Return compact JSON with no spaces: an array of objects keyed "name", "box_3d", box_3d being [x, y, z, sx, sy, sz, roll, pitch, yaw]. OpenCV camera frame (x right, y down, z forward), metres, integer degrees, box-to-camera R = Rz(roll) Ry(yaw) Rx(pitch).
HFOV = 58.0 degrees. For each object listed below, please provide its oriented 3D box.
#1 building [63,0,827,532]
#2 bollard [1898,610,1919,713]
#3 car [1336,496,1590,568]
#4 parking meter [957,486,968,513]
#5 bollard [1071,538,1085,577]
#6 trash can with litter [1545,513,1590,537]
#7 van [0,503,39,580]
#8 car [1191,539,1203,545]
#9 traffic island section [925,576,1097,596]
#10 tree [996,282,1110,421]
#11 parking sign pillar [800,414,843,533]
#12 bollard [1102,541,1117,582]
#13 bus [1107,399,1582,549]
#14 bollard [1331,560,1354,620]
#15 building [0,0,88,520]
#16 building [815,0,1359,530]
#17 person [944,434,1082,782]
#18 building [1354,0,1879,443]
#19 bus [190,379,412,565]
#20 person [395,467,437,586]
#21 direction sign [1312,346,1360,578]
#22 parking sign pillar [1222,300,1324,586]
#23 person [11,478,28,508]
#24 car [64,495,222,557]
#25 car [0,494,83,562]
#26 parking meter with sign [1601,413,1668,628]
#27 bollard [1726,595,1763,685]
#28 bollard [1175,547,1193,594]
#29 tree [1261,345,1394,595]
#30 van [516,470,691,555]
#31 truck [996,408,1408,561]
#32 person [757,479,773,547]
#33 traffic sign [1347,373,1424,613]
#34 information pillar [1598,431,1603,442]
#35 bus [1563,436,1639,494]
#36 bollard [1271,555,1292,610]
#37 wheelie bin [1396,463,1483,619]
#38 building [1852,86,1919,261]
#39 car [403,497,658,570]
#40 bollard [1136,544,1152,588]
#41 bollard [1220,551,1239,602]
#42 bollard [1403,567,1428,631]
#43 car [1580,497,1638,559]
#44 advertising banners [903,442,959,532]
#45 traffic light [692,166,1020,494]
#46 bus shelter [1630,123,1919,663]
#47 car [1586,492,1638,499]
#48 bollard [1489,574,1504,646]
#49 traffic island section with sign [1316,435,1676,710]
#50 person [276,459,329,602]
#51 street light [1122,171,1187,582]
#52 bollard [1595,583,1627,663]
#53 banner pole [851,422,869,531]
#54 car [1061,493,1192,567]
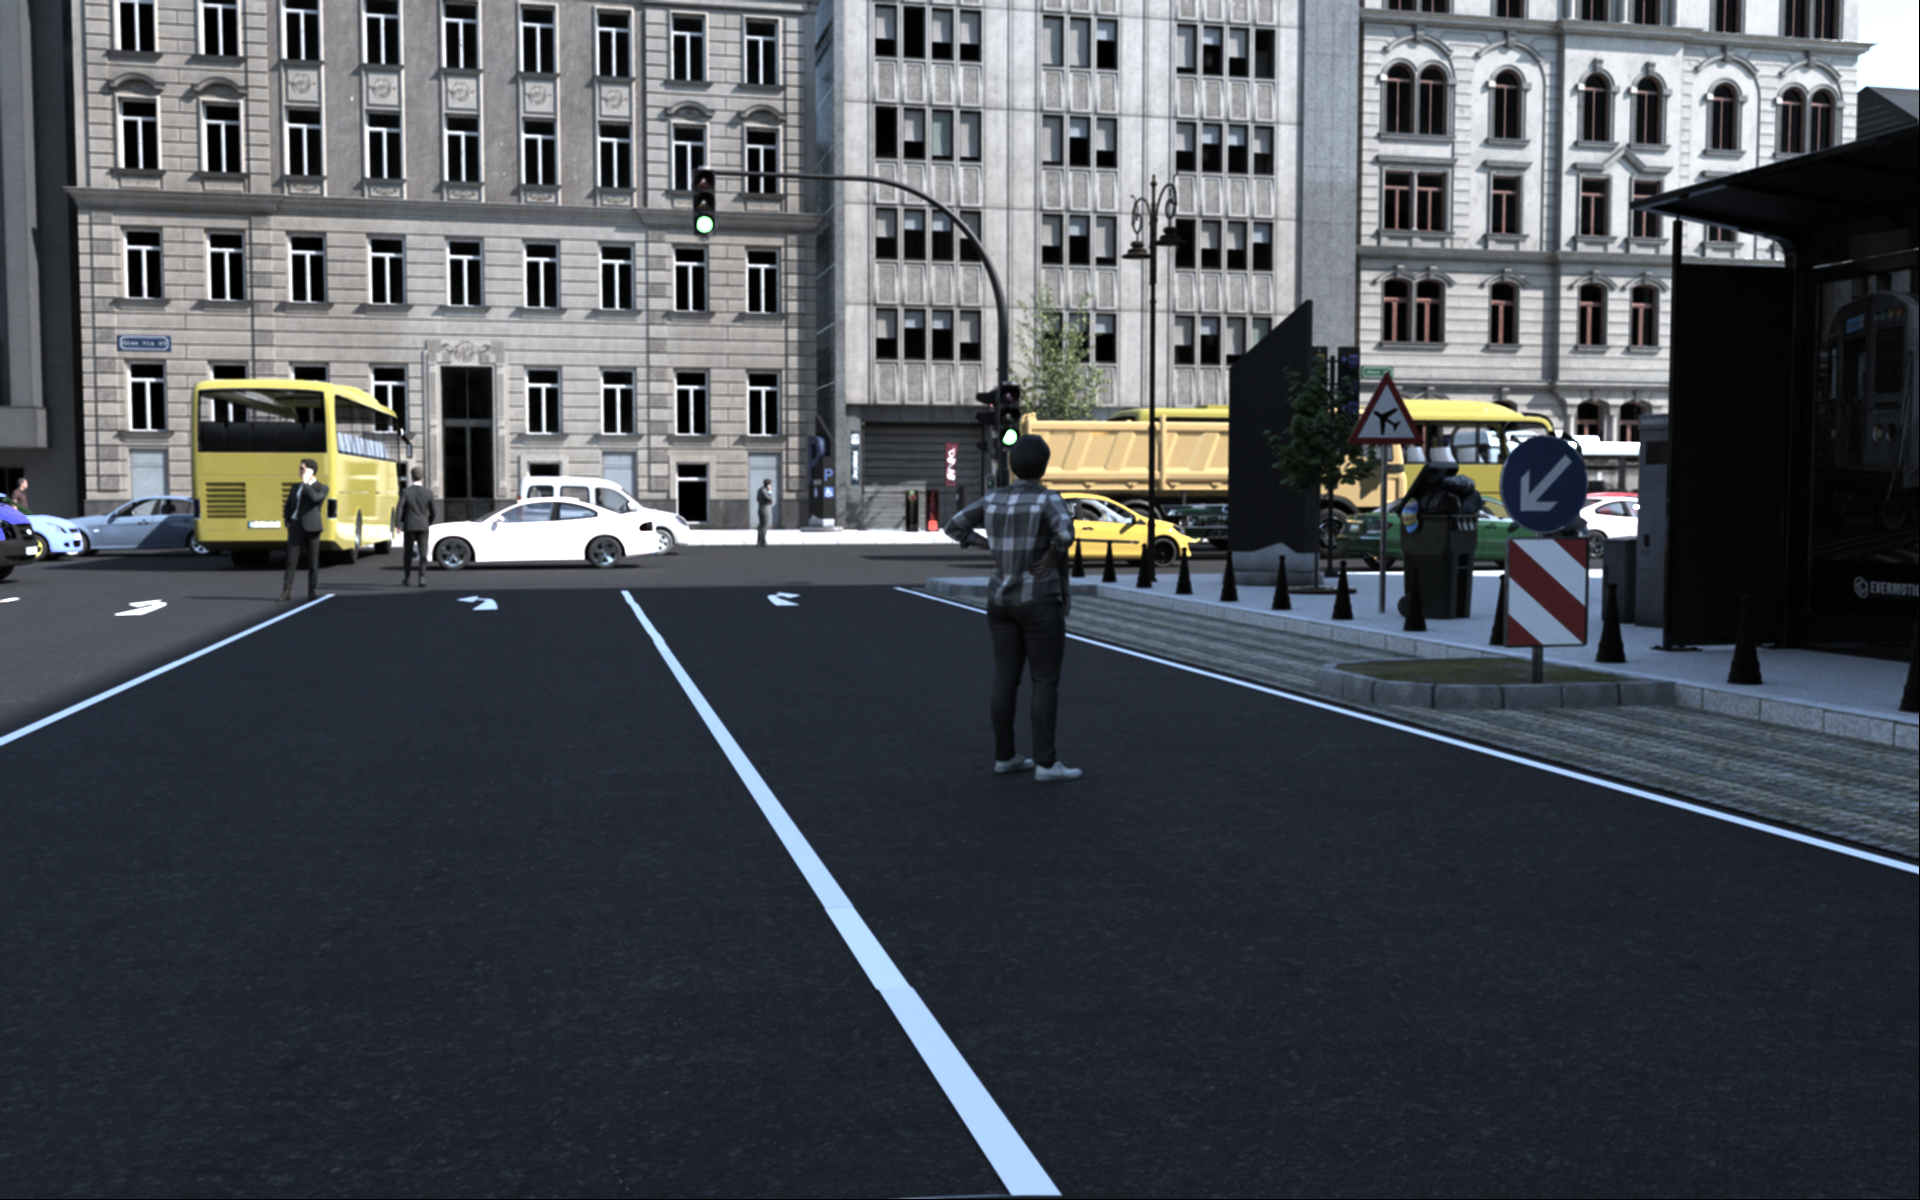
[{"name":"building","box_3d":[-18.119,-16.320,64.094,25.104,27.353,12.463,-1,4,-13]},{"name":"bollard","box_3d":[5.678,0.356,10.222,0.229,0.601,0.229,0,3,0]},{"name":"car","box_3d":[9.630,-1.299,33.035,4.920,1.459,2.131,-1,4,-15]},{"name":"parking meter","box_3d":[0.084,-2.920,56.146,0.372,1.533,0.369,0,3,0]},{"name":"bollard","box_3d":[1.829,-0.658,26.796,0.229,0.601,0.229,0,3,0]},{"name":"trash can with litter","box_3d":[7.162,-0.568,20.671,0.624,1.170,1.055,1,4,22]},{"name":"van","box_3d":[-17.503,-1.402,27.303,5.245,2.365,2.240,-1,4,-13]},{"name":"car","box_3d":[7.522,-2.459,49.797,3.694,1.707,1.945,-1,4,-12]},{"name":"traffic island section","box_3d":[0.639,-0.198,25.511,2.009,0.180,2.903,-1,4,-13]},{"name":"tree","box_3d":[3.358,-6.679,59.567,4.737,8.622,4.395,0,3,0]},{"name":"parking sign pillar","box_3d":[-4.650,-4.257,58.074,1.447,3.967,1.447,-2,4,-27]},{"name":"bollard","box_3d":[2.182,-0.565,25.280,0.229,0.601,0.229,0,3,0]},{"name":"bus","box_3d":[9.954,-3.275,45.098,12.252,3.916,2.896,-1,4,-14]},{"name":"bollard","box_3d":[3.927,-0.105,17.762,0.229,0.601,0.229,0,3,0]},{"name":"building","box_3d":[-45.301,-14.688,59.211,30.058,24.678,14.314,-1,4,-13]},{"name":"building","box_3d":[3.908,-15.342,68.861,19.932,24.808,12.078,-1,4,-13]},{"name":"person","box_3d":[0.325,0.026,8.805,0.376,1.734,0.841,-3,5,-42]},{"name":"building","box_3d":[24.798,-17.585,74.901,23.554,28.519,14.401,-1,4,-13]},{"name":"bus","box_3d":[-14.118,-2.837,37.924,2.896,3.916,12.252,-1,4,-12]},{"name":"person","box_3d":[-8.490,-1.142,26.943,0.659,1.850,0.755,-2,4,-26]},{"name":"direction sign","box_3d":[5.721,-2.121,26.683,0.876,3.537,0.379,-1,4,-11]},{"name":"parking sign pillar","box_3d":[4.479,-2.215,24.683,1.447,3.967,1.447,3,5,44]},{"name":"person","box_3d":[-22.381,-2.000,41.328,0.434,1.807,0.598,0,4,0]},{"name":"car","box_3d":[-18.929,-1.741,40.472,4.499,1.417,2.014,-1,4,-15]},{"name":"car","box_3d":[-20.907,-1.685,37.147,3.694,1.707,1.945,-1,4,-14]},{"name":"parking meter with sign","box_3d":[6.900,-1.244,16.599,0.543,3.016,1.738,-1,4,-21]},{"name":"bollard","box_3d":[5.326,0.263,11.734,0.229,0.601,0.229,0,3,0]},{"name":"bollard","box_3d":[2.883,-0.380,22.260,0.229,0.601,0.229,0,3,0]},{"name":"tree","box_3d":[4.541,-1.703,22.439,1.663,3.219,1.824,0,3,0]},{"name":"van","box_3d":[-8.461,-2.079,41.002,4.112,2.044,2.013,-1,4,-12]},{"name":"truck","box_3d":[5.823,-2.616,38.690,9.791,3.379,3.469,-1,4,-12]},{"name":"person","box_3d":[-5.272,-2.367,47.001,0.447,1.846,0.655,-2,4,-30]},{"name":"traffic sign","box_3d":[4.557,-1.139,18.624,0.884,2.594,0.081,-1,4,-11]},{"name":"information pillar","box_3d":[23.657,-4.452,64.139,0.183,3.616,0.504,3,5,40]},{"name":"bus","box_3d":[21.492,-3.556,53.008,13.247,3.499,2.948,-1,4,-14]},{"name":"bollard","box_3d":[3.580,-0.197,19.262,0.229,0.601,0.229,0,3,0]},{"name":"wheelie bin","box_3d":[5.004,-0.617,18.000,0.980,1.594,0.693,-3,5,-44]},{"name":"building","box_3d":[46.988,-13.050,77.995,19.286,19.102,10.561,-1,4,-13]},{"name":"car","box_3d":[-8.327,-1.307,33.727,4.827,1.381,2.083,-1,4,-15]},{"name":"bollard","box_3d":[2.529,-0.473,23.776,0.229,0.601,0.229,0,3,0]},{"name":"bollard","box_3d":[3.229,-0.289,20.760,0.229,0.601,0.229,0,3,0]},{"name":"bollard","box_3d":[4.278,-0.013,16.262,0.229,0.601,0.229,0,3,0]},{"name":"car","box_3d":[15.123,-1.665,39.577,4.827,1.381,2.083,-1,4,-14]},{"name":"advertising banners","box_3d":[-0.963,-3.814,58.544,2.074,3.025,0.090,-2,4,-26]},{"name":"traffic light","box_3d":[-1.421,-3.065,24.777,4.771,5.953,1.251,-1,4,-13]},{"name":"bus shelter","box_3d":[6.927,-1.222,11.255,1.731,3.624,6.357,-1,4,-13]},{"name":"car","box_3d":[18.243,-2.338,47.263,4.494,1.783,2.155,-1,4,-12]},{"name":"bollard","box_3d":[4.626,0.079,14.745,0.229,0.601,0.229,0,3,0]},{"name":"traffic island section with sign","box_3d":[3.671,-0.232,12.429,1.989,1.847,2.006,-1,4,-13]},{"name":"person","box_3d":[-8.824,-0.942,23.269,0.648,1.900,0.474,0,4,-1]},{"name":"street light","box_3d":[2.801,-3.207,25.218,0.468,5.910,1.993,-1,4,-13]},{"name":"bollard","box_3d":[4.979,0.172,13.235,0.229,0.601,0.229,0,3,0]},{"name":"banner pole","box_3d":[-3.530,-4.297,60.273,0.401,3.779,0.863,3,5,40]},{"name":"car","box_3d":[2.620,-1.474,34.324,3.980,1.641,2.015,-1,4,-14]}]
